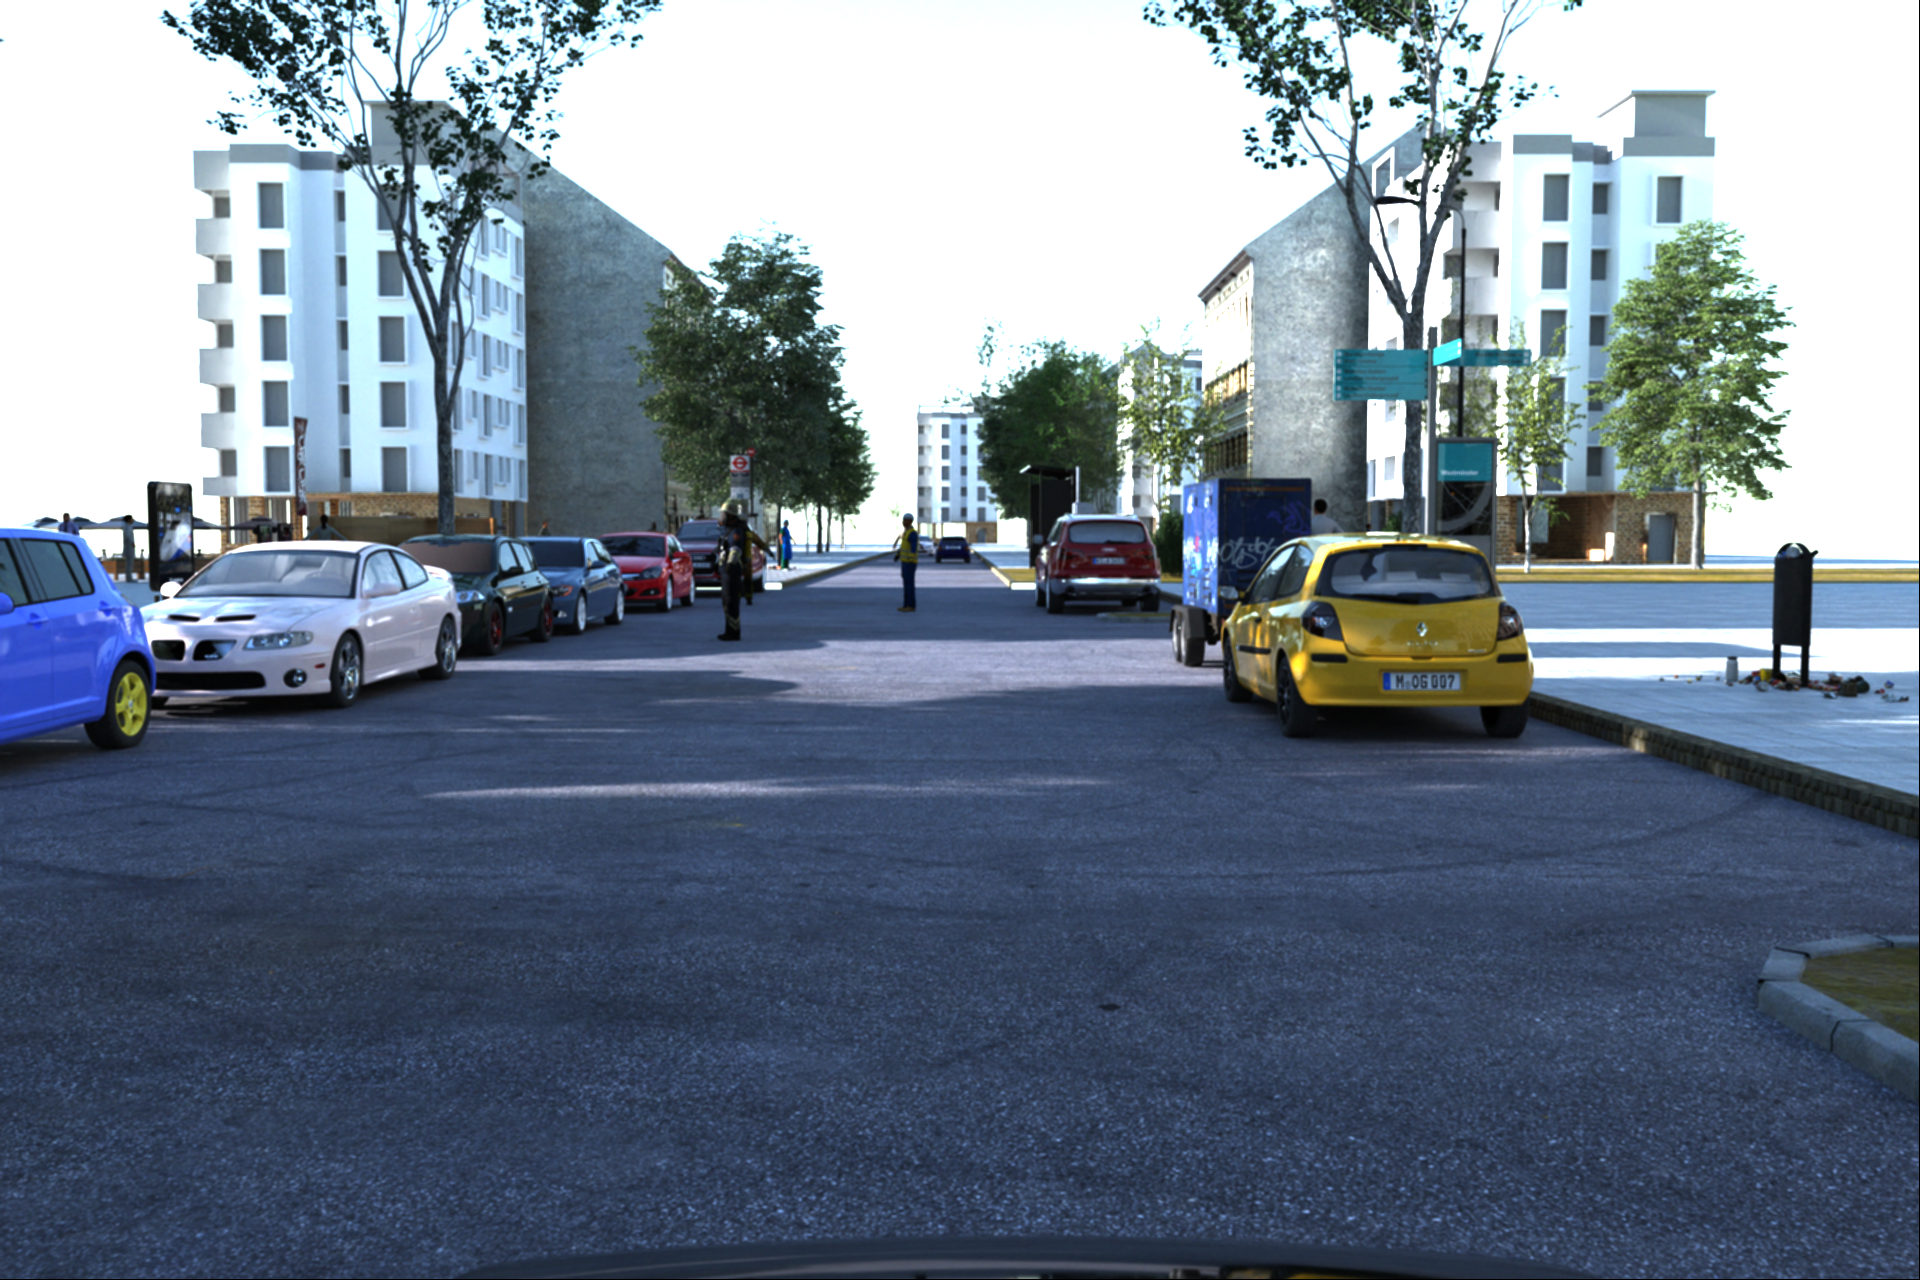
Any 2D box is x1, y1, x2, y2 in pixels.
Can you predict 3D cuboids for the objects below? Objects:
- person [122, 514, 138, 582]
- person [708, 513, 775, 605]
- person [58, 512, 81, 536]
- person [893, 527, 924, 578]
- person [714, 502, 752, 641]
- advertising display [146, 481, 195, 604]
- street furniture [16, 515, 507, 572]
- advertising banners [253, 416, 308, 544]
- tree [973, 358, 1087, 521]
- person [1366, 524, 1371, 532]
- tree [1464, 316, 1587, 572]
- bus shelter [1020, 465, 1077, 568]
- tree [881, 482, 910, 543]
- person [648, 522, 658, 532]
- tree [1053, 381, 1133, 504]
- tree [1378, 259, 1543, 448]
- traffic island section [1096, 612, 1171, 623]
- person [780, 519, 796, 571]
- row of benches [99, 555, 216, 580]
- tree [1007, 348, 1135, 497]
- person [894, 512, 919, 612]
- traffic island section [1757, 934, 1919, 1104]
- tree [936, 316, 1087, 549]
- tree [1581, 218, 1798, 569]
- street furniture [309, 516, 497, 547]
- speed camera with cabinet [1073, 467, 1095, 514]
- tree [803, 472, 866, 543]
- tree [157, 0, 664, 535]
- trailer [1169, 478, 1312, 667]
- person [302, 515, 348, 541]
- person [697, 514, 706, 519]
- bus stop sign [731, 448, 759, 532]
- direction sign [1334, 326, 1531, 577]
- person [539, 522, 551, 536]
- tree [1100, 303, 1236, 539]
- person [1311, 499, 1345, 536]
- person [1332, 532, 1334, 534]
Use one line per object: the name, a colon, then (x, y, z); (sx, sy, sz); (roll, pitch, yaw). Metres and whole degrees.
person: (-22.047, -2.437, 46.037); (0.705, 1.806, 1.347); (-2, 4, -27)
person: (-4.408, -1.642, 35.073); (1.354, 1.858, 0.705); (0, 4, 2)
person: (-22.897, -2.349, 44.312); (0.709, 1.838, 0.599); (0, 4, 4)
person: (-1.737, -2.948, 56.779); (1.348, 1.813, 0.705); (3, 5, 40)
person: (-3.124, -0.926, 23.374); (0.705, 1.856, 1.354); (-1, 4, -15)
advertising display: (-9.701, -0.986, 21.327); (0.123, 1.923, 0.974); (0, 4, 1)
street furniture: (-30.790, -3.367, 60.078); (27.439, 1.986, 14.083); (0, 4, 4)
advertising banners: (-9.883, -1.781, 25.311); (0.090, 3.025, 2.074); (0, 3, 0)
tree: (5.548, -13.469, 126.878); (9.857, 13.997, 8.962); (0, 3, 0)
person: (18.102, -4.257, 76.329); (0.721, 1.740, 1.216); (1, 4, 19)
tree: (18.885, -6.563, 57.672); (4.737, 8.622, 4.395); (0, 3, 0)
bus shelter: (3.167, -4.315, 61.830); (1.731, 3.624, 6.357); (0, 4, -1)
tree: (-8.411, -17.804, 241.456); (4.360, 8.622, 3.978); (0, 3, 0)
person: (-13.476, -4.292, 76.295); (0.705, 1.813, 1.348); (3, 4, 36)
tree: (6.163, -8.168, 83.904); (4.360, 8.622, 3.978); (0, 3, 0)
tree: (12.837, -5.900, 46.827); (4.360, 8.622, 3.978); (0, 3, 0)
traffic island section: (3.305, -0.370, 28.913); (1.991, 0.108, 1.994); (0, 4, -1)
person: (-6.093, -3.352, 60.926); (0.704, 1.817, 1.347); (1, 4, 16)
row of benches: (-23.161, -2.111, 49.973); (1.422, 0.672, 4.104); (1, 4, 18)
tree: (6.219, -10.418, 96.086); (9.928, 11.665, 9.643); (0, 3, 0)
person: (-0.982, -1.451, 32.144); (0.705, 1.833, 1.349); (-1, 4, -14)
traffic island section: (3.401, 1.102, 4.847); (1.991, 0.108, 1.994); (0, 4, -1)
tree: (4.832, -18.076, 151.431); (12.611, 20.169, 13.585); (0, 3, 0)
tree: (26.605, -8.870, 63.158); (7.486, 12.596, 7.792); (0, 3, 0)
street furniture: (-16.171, -2.469, 47.216); (11.010, 1.723, 9.812); (-1, 4, -18)
speed camera with cabinet: (3.667, -3.411, 50.110); (0.660, 3.252, 2.038); (0, 4, -2)
tree: (-17.869, -20.015, 237.610); (12.009, 13.543, 11.850); (0, 3, 0)
tree: (-13.570, -11.274, 40.224); (12.611, 20.169, 13.585); (0, 3, 0)
trailer: (3.115, -0.775, 19.727); (1.471, 1.999, 3.904); (0, 4, 0)
person: (-14.668, -2.029, 40.012); (1.217, 1.735, 0.721); (-1, 4, -18)
person: (-7.293, -2.635, 49.018); (0.705, 1.837, 1.347); (0, 4, 6)
bus stop sign: (-6.663, -3.973, 53.657); (0.855, 3.939, 0.416); (0, 3, 0)
direction sign: (6.085, -2.022, 21.823); (2.525, 3.948, 1.411); (0, 4, 0)
person: (-17.302, -4.043, 72.377); (0.705, 1.796, 1.348); (1, 4, 15)
tree: (6.696, -6.471, 56.169); (4.737, 8.622, 4.395); (0, 3, 0)
person: (5.452, -1.234, 26.331); (1.344, 1.810, 0.704); (-1, 4, -12)
person: (7.779, -1.593, 35.315); (0.697, 1.427, 0.421); (-1, 4, -11)
